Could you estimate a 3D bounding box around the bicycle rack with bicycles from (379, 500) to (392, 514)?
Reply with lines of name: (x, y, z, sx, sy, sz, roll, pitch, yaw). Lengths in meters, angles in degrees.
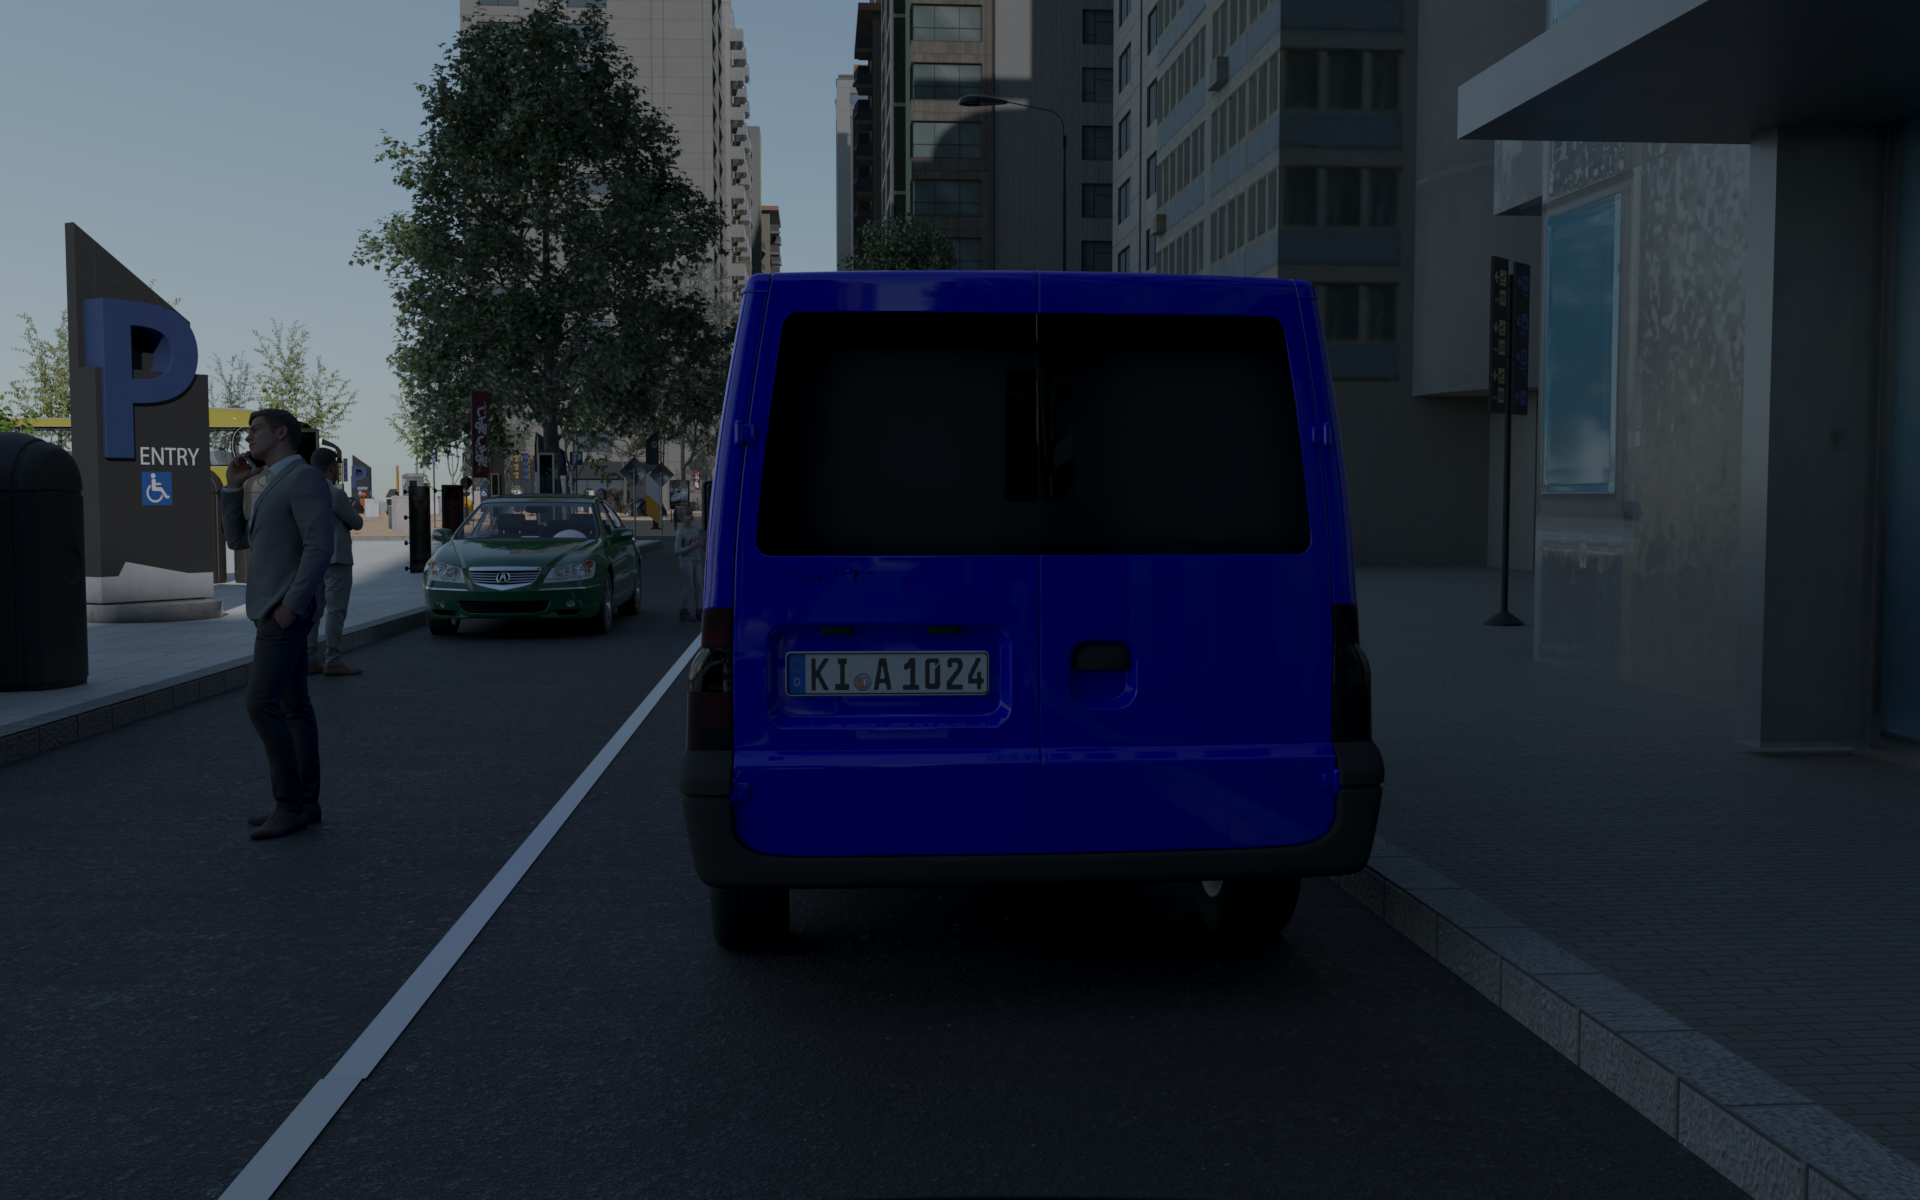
bicycle rack with bicycles: (-33.422, -5.398, 101.633, 2.852, 0.926, 2.925, -1, 4, -22)

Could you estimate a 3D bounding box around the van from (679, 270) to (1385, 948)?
van: (-0.027, -0.172, 7.193, 2.240, 2.365, 5.245, 0, 4, -5)

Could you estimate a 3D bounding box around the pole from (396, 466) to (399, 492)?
pole: (-40.130, -7.937, 123.607, 0.158, 3.312, 0.155, 0, 3, 0)

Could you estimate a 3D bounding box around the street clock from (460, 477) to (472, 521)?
street clock: (-20.386, -4.097, 71.549, 0.471, 2.002, 0.358, -2, 4, -27)

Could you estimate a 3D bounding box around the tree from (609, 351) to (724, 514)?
tree: (-14.171, -10.123, 99.917, 8.767, 10.594, 7.601, 2, 4, 26)

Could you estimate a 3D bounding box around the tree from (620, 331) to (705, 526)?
tree: (-12.160, -7.251, 68.921, 4.360, 8.622, 3.978, 0, 3, 0)

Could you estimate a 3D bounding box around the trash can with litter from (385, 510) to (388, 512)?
trash can with litter: (-38.897, -6.570, 118.804, 0.624, 1.170, 1.055, 3, 4, 38)

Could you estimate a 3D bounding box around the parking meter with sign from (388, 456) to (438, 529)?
parking meter with sign: (-20.284, -4.154, 64.173, 1.738, 3.016, 0.543, -3, 4, -39)

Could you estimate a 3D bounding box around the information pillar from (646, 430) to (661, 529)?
information pillar: (-11.147, -4.375, 62.882, 0.504, 3.616, 0.183, 0, 4, 2)

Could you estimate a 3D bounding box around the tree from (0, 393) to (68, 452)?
tree: (-18.367, -2.365, 33.271, 1.663, 3.219, 1.824, 0, 3, 0)

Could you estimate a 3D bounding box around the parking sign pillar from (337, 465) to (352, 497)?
parking sign pillar: (-38.611, -7.231, 106.692, 1.447, 3.967, 1.447, 0, 4, -6)

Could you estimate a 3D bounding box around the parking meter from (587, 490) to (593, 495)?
parking meter: (-24.943, -6.624, 116.717, 0.372, 1.533, 0.369, 0, 3, 0)

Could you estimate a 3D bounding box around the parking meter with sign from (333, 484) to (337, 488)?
parking meter with sign: (-35.426, -6.199, 97.606, 0.543, 3.016, 1.738, 1, 4, 11)

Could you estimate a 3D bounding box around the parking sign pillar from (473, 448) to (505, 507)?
parking sign pillar: (-21.224, -5.512, 78.599, 1.447, 3.967, 1.447, 1, 4, 21)

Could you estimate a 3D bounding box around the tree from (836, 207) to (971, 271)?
tree: (-2.166, -9.326, 69.490, 9.611, 12.733, 9.660, 0, 3, 0)

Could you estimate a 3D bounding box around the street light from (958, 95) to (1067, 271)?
street light: (0.681, -2.925, 20.359, 1.470, 5.913, 1.316, 0, 4, -5)

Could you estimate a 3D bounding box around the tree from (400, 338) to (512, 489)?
tree: (-22.022, -7.623, 74.995, 4.360, 8.622, 3.978, 0, 3, 0)

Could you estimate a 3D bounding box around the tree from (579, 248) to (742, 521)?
tree: (-13.314, -10.601, 83.692, 12.009, 13.543, 11.850, 0, 3, 0)

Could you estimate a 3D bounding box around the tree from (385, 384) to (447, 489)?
tree: (-33.947, -9.718, 109.254, 4.737, 8.622, 4.395, 0, 3, 0)

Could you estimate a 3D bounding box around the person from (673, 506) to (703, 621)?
person: (-3.023, -0.416, 19.588, 0.394, 1.301, 0.425, 1, 4, 20)

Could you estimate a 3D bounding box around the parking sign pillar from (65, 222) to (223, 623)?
parking sign pillar: (-8.394, -1.792, 17.774, 1.447, 3.967, 1.447, 2, 4, 30)

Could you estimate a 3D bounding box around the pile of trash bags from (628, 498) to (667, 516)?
pile of trash bags: (-17.471, -5.545, 100.412, 3.447, 1.369, 1.912, -1, 4, -19)

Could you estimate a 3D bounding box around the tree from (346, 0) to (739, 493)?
tree: (-9.348, -7.491, 39.488, 9.611, 12.733, 9.660, 0, 3, 0)

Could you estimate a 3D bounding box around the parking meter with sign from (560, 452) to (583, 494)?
parking meter with sign: (-16.282, -4.619, 71.775, 0.543, 3.016, 1.738, -3, 5, -40)

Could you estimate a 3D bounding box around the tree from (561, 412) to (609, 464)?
tree: (-21.928, -10.894, 112.529, 8.767, 10.594, 7.601, 0, 4, -2)

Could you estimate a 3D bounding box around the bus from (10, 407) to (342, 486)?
bus: (-24.310, -3.544, 49.498, 12.252, 3.916, 2.896, 0, 4, -4)

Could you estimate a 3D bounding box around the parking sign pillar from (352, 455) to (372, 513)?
parking sign pillar: (-41.045, -7.969, 118.764, 1.447, 3.967, 1.447, 0, 4, 4)

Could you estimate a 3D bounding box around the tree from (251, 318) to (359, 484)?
tree: (-27.702, -7.475, 72.575, 4.737, 8.622, 4.395, 0, 3, 0)

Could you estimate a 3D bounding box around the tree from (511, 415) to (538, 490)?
tree: (-27.622, -9.436, 104.641, 4.360, 8.622, 3.978, 0, 3, 0)

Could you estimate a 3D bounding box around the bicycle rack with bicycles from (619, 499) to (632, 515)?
bicycle rack with bicycles: (-24.036, -6.793, 124.448, 2.925, 0.926, 2.852, -1, 4, -12)

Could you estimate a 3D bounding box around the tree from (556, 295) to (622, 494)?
tree: (-12.996, -6.584, 58.014, 4.737, 8.622, 4.395, 0, 3, 0)

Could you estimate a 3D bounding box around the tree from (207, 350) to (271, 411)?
tree: (-37.197, -8.415, 87.941, 4.360, 8.622, 3.978, 0, 3, 0)

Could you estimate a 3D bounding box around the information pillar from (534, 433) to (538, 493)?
information pillar: (-16.107, -4.561, 65.923, 0.183, 3.616, 0.504, 0, 4, -7)

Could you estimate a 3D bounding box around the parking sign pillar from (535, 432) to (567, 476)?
parking sign pillar: (-17.648, -5.284, 74.859, 1.447, 3.967, 1.447, -1, 4, -16)

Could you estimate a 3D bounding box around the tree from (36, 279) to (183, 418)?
tree: (-28.427, -6.656, 59.181, 4.737, 8.622, 4.395, 0, 3, 0)

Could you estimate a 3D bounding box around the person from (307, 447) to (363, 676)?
person: (-4.979, -0.313, 13.796, 0.511, 1.800, 0.466, 1, 4, 19)

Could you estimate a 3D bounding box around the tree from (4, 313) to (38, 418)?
tree: (-36.161, -7.469, 72.473, 4.737, 8.622, 4.395, 0, 3, 0)

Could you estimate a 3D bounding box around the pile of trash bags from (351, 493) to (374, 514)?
pile of trash bags: (-39.168, -6.356, 113.669, 1.912, 1.369, 3.447, -1, 4, -20)

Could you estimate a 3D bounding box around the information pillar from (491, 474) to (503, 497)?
information pillar: (-16.602, -3.524, 62.115, 0.304, 2.012, 0.304, 1, 4, 9)

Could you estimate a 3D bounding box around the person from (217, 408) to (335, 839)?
person: (-2.921, 0.077, 7.415, 0.473, 1.802, 0.592, -1, 4, -19)
